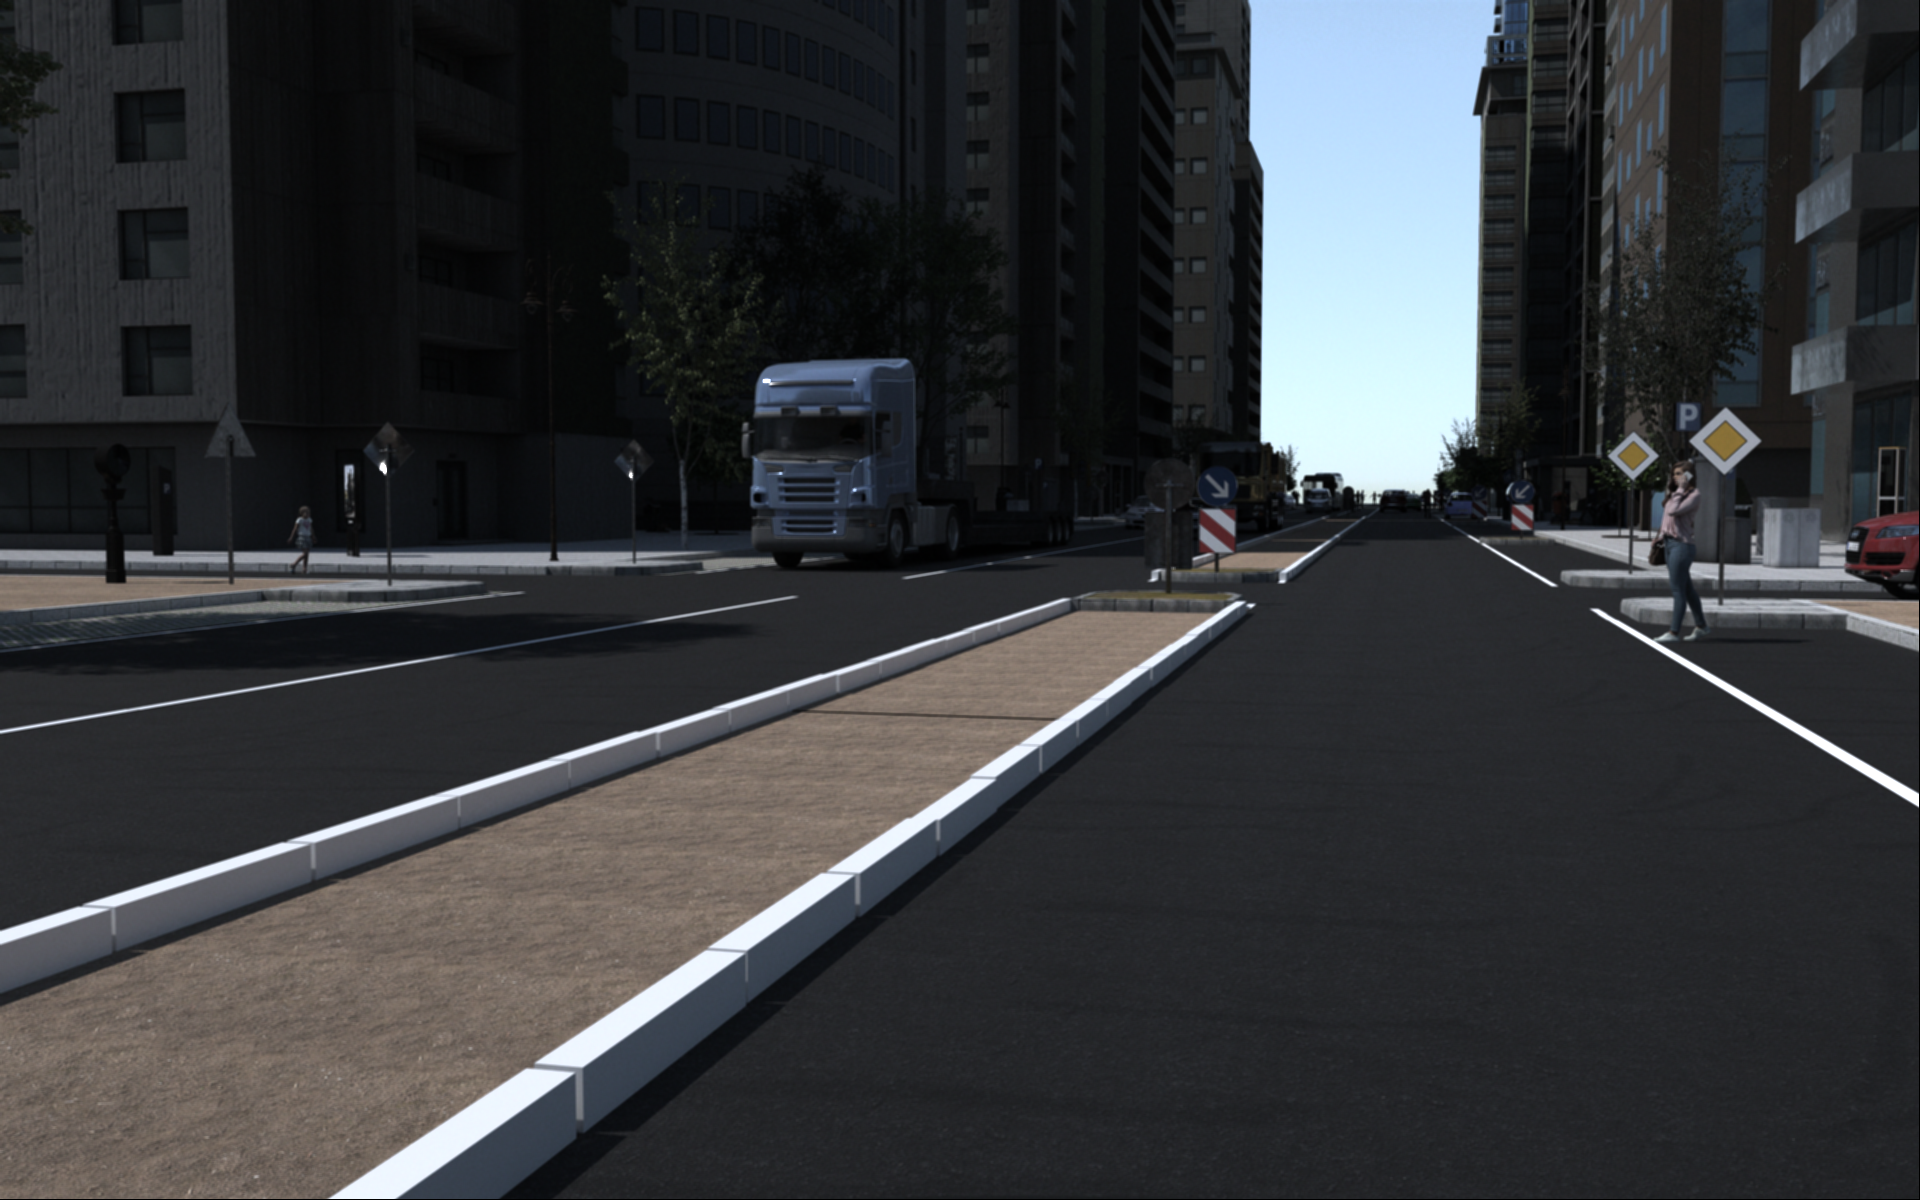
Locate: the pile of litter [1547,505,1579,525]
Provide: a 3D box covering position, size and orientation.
[{"bbox_3d":[25.347,-3.558,72.142,1.719,0.858,1.176,1,4,13],"label":"pile of litter"}]

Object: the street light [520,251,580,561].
[{"bbox_3d":[-7.797,-3.688,33.089,0.468,5.910,1.993,1,4,14],"label":"street light"}]

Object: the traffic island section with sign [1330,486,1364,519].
[{"bbox_3d":[22.790,-5.729,101.810,2.006,1.907,1.989,1,4,14],"label":"traffic island section with sign"}]

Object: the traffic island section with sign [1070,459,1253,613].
[{"bbox_3d":[2.542,-0.834,21.777,2.006,1.907,1.989,1,4,14],"label":"traffic island section with sign"}]

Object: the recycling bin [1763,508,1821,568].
[{"bbox_3d":[14.513,-1.081,30.231,0.722,1.027,0.722,0,4,5],"label":"recycling bin"}]

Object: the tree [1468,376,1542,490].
[{"bbox_3d":[34.554,-9.690,108.800,4.737,8.622,4.395,0,3,0],"label":"tree"}]

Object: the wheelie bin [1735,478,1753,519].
[{"bbox_3d":[15.056,-1.599,34.046,0.980,1.594,0.693,-1,4,-16],"label":"wheelie bin"}]

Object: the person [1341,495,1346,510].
[{"bbox_3d":[33.756,-8.857,153.834,1.217,1.766,0.721,0,4,6],"label":"person"}]

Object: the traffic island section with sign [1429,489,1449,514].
[{"bbox_3d":[34.988,-7.104,124.785,1.989,1.847,2.006,1,4,14],"label":"traffic island section with sign"}]

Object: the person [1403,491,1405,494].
[{"bbox_3d":[44.385,-10.044,173.277,0.990,1.755,0.434,2,4,34],"label":"person"}]

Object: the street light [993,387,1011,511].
[{"bbox_3d":[1.719,-5.976,70.490,0.468,5.910,1.993,1,4,14],"label":"street light"}]

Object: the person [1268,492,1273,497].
[{"bbox_3d":[18.848,-5.852,104.961,0.721,1.735,1.217,3,5,43],"label":"person"}]

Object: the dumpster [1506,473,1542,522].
[{"bbox_3d":[26.484,-4.822,81.332,1.502,2.255,1.985,1,4,14],"label":"dumpster"}]

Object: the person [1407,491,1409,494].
[{"bbox_3d":[47.902,-10.733,184.770,0.721,1.735,1.217,2,4,29],"label":"person"}]

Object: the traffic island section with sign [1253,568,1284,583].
[{"bbox_3d":[4.368,-1.273,28.956,2.006,1.907,1.989,1,4,14],"label":"traffic island section with sign"}]

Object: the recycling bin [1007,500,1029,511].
[{"bbox_3d":[2.477,-3.769,74.170,0.722,1.027,0.722,3,4,39],"label":"recycling bin"}]

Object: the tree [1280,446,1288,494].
[{"bbox_3d":[34.368,-15.311,200.696,4.737,8.622,4.395,0,3,0],"label":"tree"}]

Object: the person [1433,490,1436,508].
[{"bbox_3d":[47.667,-10.109,173.798,0.705,1.823,1.348,1,4,14],"label":"person"}]

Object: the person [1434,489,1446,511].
[{"bbox_3d":[39.992,-8.286,143.912,0.705,1.831,1.348,-2,4,-33],"label":"person"}]

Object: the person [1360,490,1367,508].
[{"bbox_3d":[41.228,-10.313,176.988,0.599,1.838,0.709,-1,4,-11],"label":"person"}]

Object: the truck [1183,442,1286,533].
[{"bbox_3d":[10.790,-4.316,66.491,3.469,3.379,9.791,1,4,15],"label":"truck"}]

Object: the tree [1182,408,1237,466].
[{"bbox_3d":[21.247,-12.164,149.238,4.737,8.622,4.395,0,3,0],"label":"tree"}]

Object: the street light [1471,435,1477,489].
[{"bbox_3d":[40.142,-9.953,135.518,0.468,5.910,1.993,1,4,14],"label":"street light"}]

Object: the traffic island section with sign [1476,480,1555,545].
[{"bbox_3d":[16.057,-2.529,49.979,1.989,1.847,2.006,1,4,14],"label":"traffic island section with sign"}]

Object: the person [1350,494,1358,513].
[{"bbox_3d":[30.344,-7.637,134.066,1.217,1.736,0.721,-2,4,-24],"label":"person"}]

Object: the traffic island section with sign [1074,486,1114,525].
[{"bbox_3d":[6.043,-4.340,79.591,1.989,1.847,2.006,1,4,14],"label":"traffic island section with sign"}]

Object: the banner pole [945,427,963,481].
[{"bbox_3d":[-0.182,-4.561,64.589,0.863,3.779,0.401,-1,4,-10],"label":"banner pole"}]

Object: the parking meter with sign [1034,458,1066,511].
[{"bbox_3d":[4.422,-5.400,84.543,1.738,3.016,0.543,-3,5,-44],"label":"parking meter with sign"}]

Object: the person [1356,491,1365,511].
[{"bbox_3d":[34.160,-8.518,148.493,1.217,1.735,0.721,3,4,39],"label":"person"}]

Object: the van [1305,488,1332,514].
[{"bbox_3d":[26.441,-7.373,127.565,2.013,2.044,4.112,1,4,16],"label":"van"}]

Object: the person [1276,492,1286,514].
[{"bbox_3d":[22.902,-7.037,123.430,0.709,1.838,0.599,2,4,26],"label":"person"}]

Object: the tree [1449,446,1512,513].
[{"bbox_3d":[35.761,-8.148,116.928,4.285,4.588,4.351,0,3,0],"label":"tree"}]

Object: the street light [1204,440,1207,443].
[{"bbox_3d":[20.447,-10.496,144.403,0.468,5.910,1.993,1,4,14],"label":"street light"}]

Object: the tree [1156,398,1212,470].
[{"bbox_3d":[17.119,-11.137,132.452,4.360,8.622,3.978,0,3,0],"label":"tree"}]

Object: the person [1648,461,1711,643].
[{"bbox_3d":[7.026,-0.470,16.776,0.643,1.750,0.593,0,4,1],"label":"person"}]

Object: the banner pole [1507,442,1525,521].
[{"bbox_3d":[26.565,-5.672,82.753,0.401,3.779,0.863,-2,4,-29],"label":"banner pole"}]

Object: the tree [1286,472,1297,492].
[{"bbox_3d":[48.079,-16.620,255.452,4.285,4.588,4.351,0,3,0],"label":"tree"}]

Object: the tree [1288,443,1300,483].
[{"bbox_3d":[47.201,-18.362,250.586,4.737,8.622,4.395,0,3,0],"label":"tree"}]

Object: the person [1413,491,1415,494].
[{"bbox_3d":[43.887,-9.687,167.402,1.217,1.766,0.721,3,5,44],"label":"person"}]

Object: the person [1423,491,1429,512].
[{"bbox_3d":[37.668,-7.989,139.921,0.445,1.727,0.742,1,4,17],"label":"person"}]

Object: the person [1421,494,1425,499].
[{"bbox_3d":[60.150,-13.156,223.685,1.350,1.814,0.705,2,4,33],"label":"person"}]

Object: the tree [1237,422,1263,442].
[{"bbox_3d":[28.080,-13.676,173.969,4.737,8.622,4.395,0,3,0],"label":"tree"}]

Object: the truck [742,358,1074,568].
[{"bbox_3d":[-0.459,-3.090,40.278,2.967,4.110,18.799,1,4,16],"label":"truck"}]

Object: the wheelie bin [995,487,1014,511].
[{"bbox_3d":[2.077,-4.505,81.566,0.980,1.594,0.693,2,4,25],"label":"wheelie bin"}]

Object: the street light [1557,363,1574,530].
[{"bbox_3d":[21.412,-5.417,61.353,0.468,5.910,1.993,1,4,14],"label":"street light"}]

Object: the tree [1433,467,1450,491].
[{"bbox_3d":[53.506,-12.395,186.371,4.285,4.588,4.351,0,3,0],"label":"tree"}]

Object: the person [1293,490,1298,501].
[{"bbox_3d":[34.048,-10.263,176.311,0.705,1.822,1.348,3,5,45],"label":"person"}]

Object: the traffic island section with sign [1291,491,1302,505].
[{"bbox_3d":[45.317,-13.835,234.822,1.989,1.847,2.006,1,4,14],"label":"traffic island section with sign"}]

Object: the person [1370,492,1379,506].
[{"bbox_3d":[50.082,-12.241,209.349,1.217,1.736,0.721,0,4,-2],"label":"person"}]

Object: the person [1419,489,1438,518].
[{"bbox_3d":[28.201,-5.819,104.365,1.217,1.743,0.721,1,4,14],"label":"person"}]

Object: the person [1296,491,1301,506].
[{"bbox_3d":[42.072,-12.693,216.112,1.350,1.814,0.705,-2,4,-33],"label":"person"}]

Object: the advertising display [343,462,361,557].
[{"bbox_3d":[-12.492,-1.859,35.604,0.123,1.923,0.974,-2,4,-32],"label":"advertising display"}]

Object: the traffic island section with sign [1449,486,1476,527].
[{"bbox_3d":[22.674,-4.127,76.112,1.989,1.847,2.006,1,4,14],"label":"traffic island section with sign"}]

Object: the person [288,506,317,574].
[{"bbox_3d":[-11.768,-1.073,31.052,0.382,1.210,0.505,1,4,19],"label":"person"}]

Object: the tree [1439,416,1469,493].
[{"bbox_3d":[47.187,-12.973,162.474,4.737,8.622,4.395,0,3,0],"label":"tree"}]

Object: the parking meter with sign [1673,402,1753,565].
[{"bbox_3d":[14.036,-2.199,32.219,0.543,3.016,1.738,-1,4,-15],"label":"parking meter with sign"}]

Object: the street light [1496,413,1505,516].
[{"bbox_3d":[30.893,-7.727,99.127,0.468,5.910,1.993,1,4,14],"label":"street light"}]

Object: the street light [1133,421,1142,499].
[{"bbox_3d":[10.893,-8.193,106.743,0.468,5.910,1.993,1,4,14],"label":"street light"}]

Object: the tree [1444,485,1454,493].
[{"bbox_3d":[57.851,-12.825,204.297,1.663,3.219,1.824,0,3,0],"label":"tree"}]
